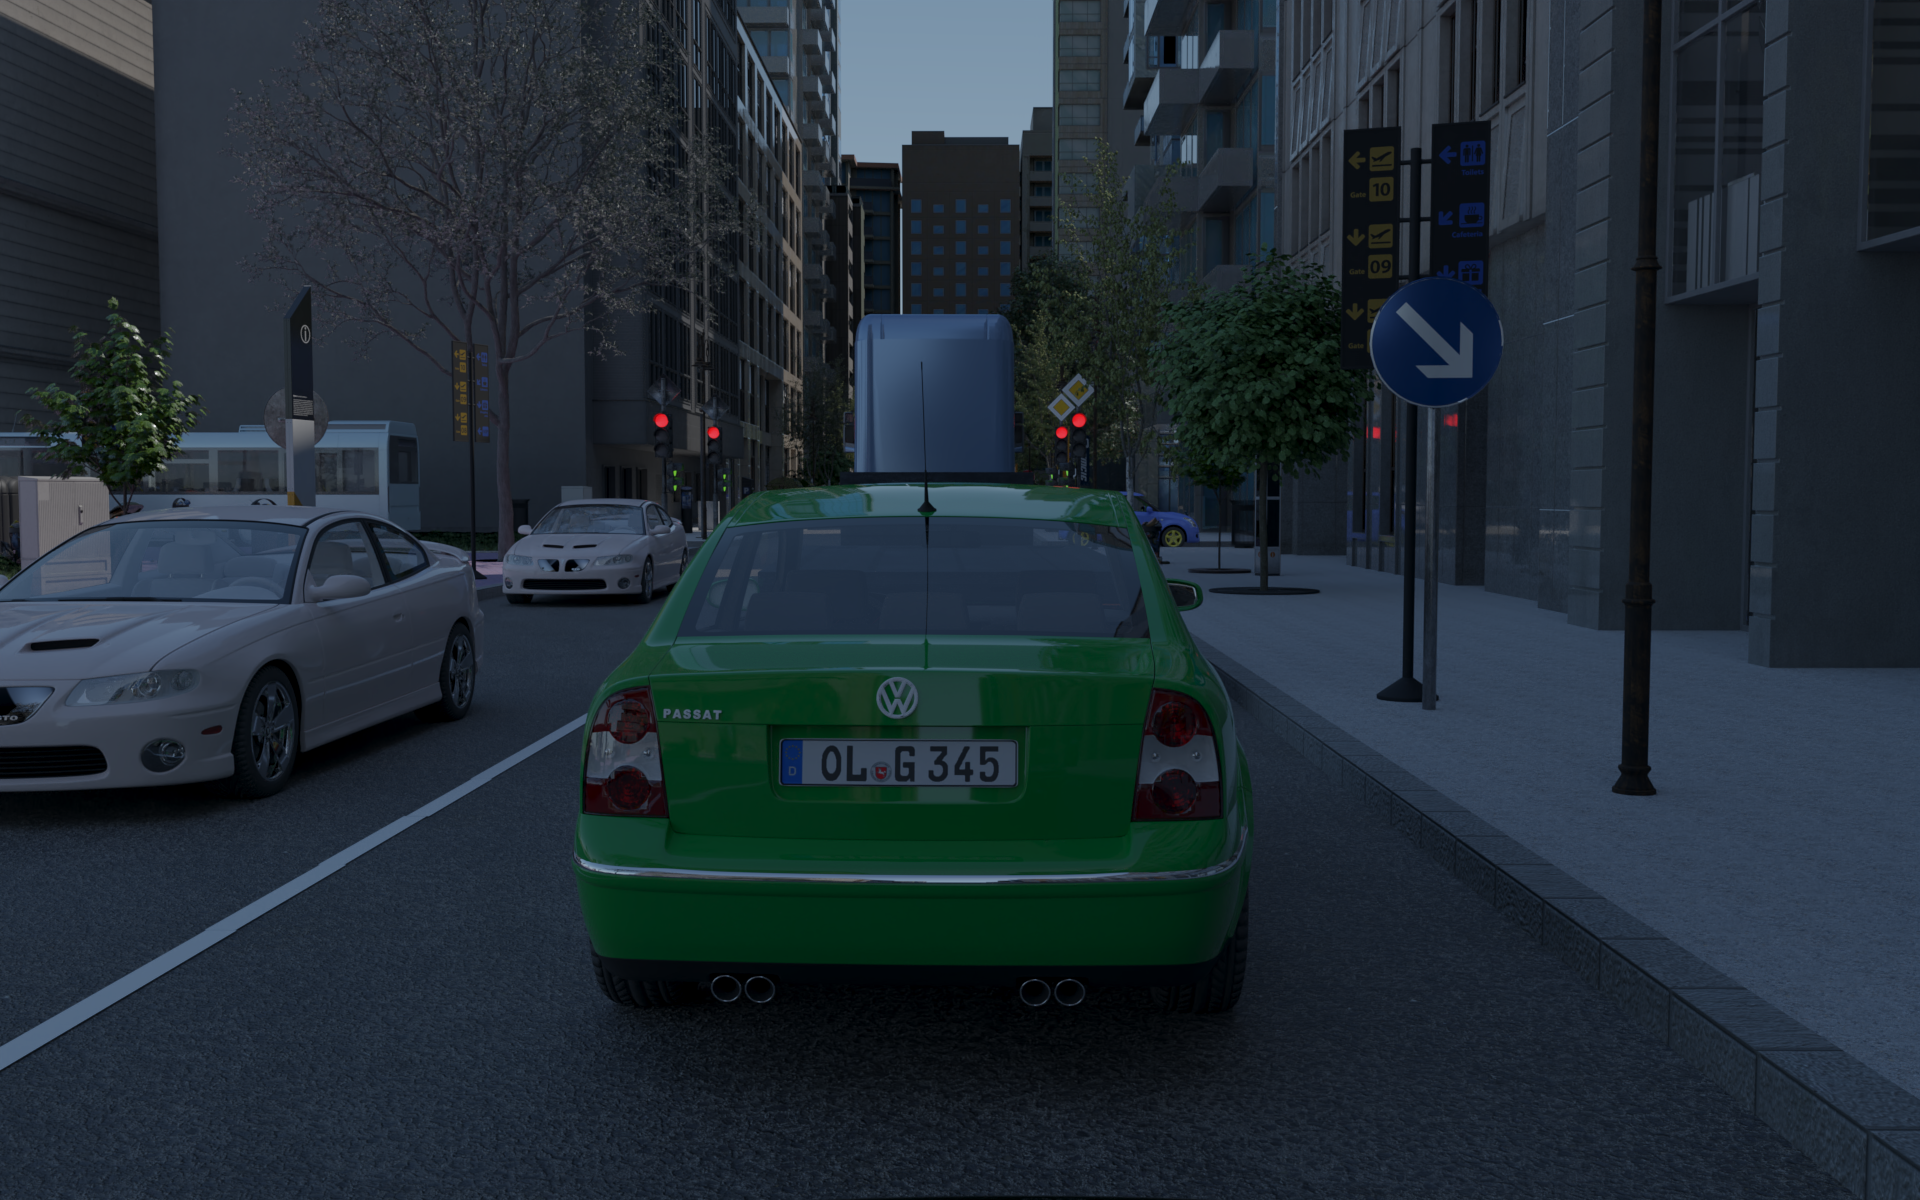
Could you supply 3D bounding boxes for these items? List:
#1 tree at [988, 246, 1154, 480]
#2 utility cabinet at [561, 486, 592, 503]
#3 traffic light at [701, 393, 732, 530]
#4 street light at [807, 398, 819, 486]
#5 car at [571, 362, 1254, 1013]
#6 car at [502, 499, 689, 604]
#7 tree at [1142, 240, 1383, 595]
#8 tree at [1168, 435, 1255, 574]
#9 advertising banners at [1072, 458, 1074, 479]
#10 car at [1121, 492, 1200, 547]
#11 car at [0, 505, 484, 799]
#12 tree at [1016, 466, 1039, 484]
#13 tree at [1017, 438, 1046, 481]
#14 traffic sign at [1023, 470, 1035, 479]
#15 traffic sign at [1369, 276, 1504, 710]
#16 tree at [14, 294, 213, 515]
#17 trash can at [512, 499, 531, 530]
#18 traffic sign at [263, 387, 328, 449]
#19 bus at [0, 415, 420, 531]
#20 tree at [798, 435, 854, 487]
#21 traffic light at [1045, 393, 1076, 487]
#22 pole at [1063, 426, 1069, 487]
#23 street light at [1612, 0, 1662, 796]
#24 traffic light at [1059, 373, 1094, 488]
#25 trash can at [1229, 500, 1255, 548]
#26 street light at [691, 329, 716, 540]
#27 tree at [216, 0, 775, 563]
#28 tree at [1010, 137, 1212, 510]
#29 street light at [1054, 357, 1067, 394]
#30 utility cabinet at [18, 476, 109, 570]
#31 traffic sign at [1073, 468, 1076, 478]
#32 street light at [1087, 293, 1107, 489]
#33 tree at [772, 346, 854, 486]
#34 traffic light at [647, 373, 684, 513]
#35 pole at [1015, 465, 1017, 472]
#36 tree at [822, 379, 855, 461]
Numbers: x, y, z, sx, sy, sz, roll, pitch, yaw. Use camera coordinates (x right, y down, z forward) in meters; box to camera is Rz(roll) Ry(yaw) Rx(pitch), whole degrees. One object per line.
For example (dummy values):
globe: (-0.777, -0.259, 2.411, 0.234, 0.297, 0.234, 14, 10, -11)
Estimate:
tree: (4.341, -9.980, 80.175, 9.611, 12.733, 9.660, 0, 3, 0)
utility cabinet: (-10.685, -2.428, 48.376, 0.318, 1.500, 1.173, -3, 5, -43)
traffic light: (-6.810, -3.636, 48.363, 0.839, 4.253, 0.868, 0, 4, 0)
street light: (-6.942, -6.684, 82.078, 0.468, 5.910, 1.993, 0, 4, 0)
car: (-0.052, 0.160, 6.185, 1.959, 1.807, 4.718, 0, 4, 2)
car: (-4.970, -0.720, 24.131, 2.083, 1.381, 4.827, 0, 4, 1)
tree: (4.060, -2.376, 22.567, 4.285, 4.588, 4.351, 0, 3, 0)
tree: (4.214, -2.067, 28.398, 1.663, 3.219, 1.824, 0, 3, 0)
advertising banners: (3.947, -4.049, 62.394, 0.090, 3.025, 2.074, 1, 4, 13)
car: (4.415, -2.183, 45.286, 3.694, 1.707, 1.945, 0, 4, 2)
car: (-4.119, 0.164, 9.677, 2.083, 1.381, 4.827, 0, 4, 2)
tree: (4.031, -6.745, 104.889, 1.663, 3.219, 1.824, 0, 3, 0)
tree: (4.128, -14.599, 156.818, 7.486, 12.596, 7.792, 0, 3, 0)
traffic sign: (3.564, -5.581, 91.353, 0.768, 2.556, 0.104, 0, 4, 3)
traffic sign: (2.795, -0.620, 10.242, 0.768, 2.556, 0.104, 0, 4, 7)
tree: (-8.322, -1.366, 16.932, 1.663, 3.219, 1.824, 0, 3, 0)
trash can: (-12.488, -2.276, 48.858, 0.748, 1.137, 0.748, 0, 3, 0)
traffic sign: (-7.789, -1.236, 20.322, 0.768, 2.556, 0.104, 0, 4, 1)
bus: (-20.814, -3.022, 44.275, 13.247, 3.499, 2.948, 0, 3, 0)
tree: (-7.365, -6.912, 96.717, 4.285, 4.588, 4.351, 0, 3, 0)
traffic light: (2.801, -3.632, 48.297, 0.839, 4.253, 0.868, 0, 4, 0)
pole: (3.191, -3.567, 52.172, 0.158, 3.312, 0.155, 0, 3, 0)
street light: (2.897, -2.109, 7.266, 0.468, 5.910, 1.993, 0, 4, 0)
traffic light: (2.732, -3.143, 40.312, 0.839, 4.253, 0.868, 0, 4, 0)
trash can: (6.749, -1.802, 41.119, 0.748, 1.137, 0.748, 0, 3, 0)
street light: (-7.180, -4.637, 48.610, 0.468, 5.910, 1.993, 0, 4, 0)
tree: (-8.708, -7.459, 32.319, 12.009, 13.543, 11.850, 0, 3, 0)
tree: (3.475, -5.219, 35.691, 4.737, 8.622, 4.395, 0, 3, 0)
street light: (3.350, -5.152, 57.027, 0.468, 5.910, 1.993, 0, 4, 0)
utility cabinet: (-11.317, -0.811, 21.945, 0.318, 1.500, 1.173, 1, 4, 16)
traffic sign: (3.721, -3.584, 59.782, 0.795, 2.450, 0.064, 0, 4, 7)
street light: (3.120, -4.107, 39.944, 0.468, 5.910, 1.993, 0, 4, 0)
tree: (-7.474, -8.334, 86.630, 4.360, 8.622, 3.978, 0, 3, 0)
traffic light: (-6.879, -3.147, 40.379, 0.839, 4.253, 0.868, 0, 4, 0)
pole: (3.495, -7.027, 108.742, 0.158, 3.312, 0.155, 0, 3, 0)
tree: (-7.192, -9.871, 111.757, 4.737, 8.622, 4.395, 0, 3, 0)
